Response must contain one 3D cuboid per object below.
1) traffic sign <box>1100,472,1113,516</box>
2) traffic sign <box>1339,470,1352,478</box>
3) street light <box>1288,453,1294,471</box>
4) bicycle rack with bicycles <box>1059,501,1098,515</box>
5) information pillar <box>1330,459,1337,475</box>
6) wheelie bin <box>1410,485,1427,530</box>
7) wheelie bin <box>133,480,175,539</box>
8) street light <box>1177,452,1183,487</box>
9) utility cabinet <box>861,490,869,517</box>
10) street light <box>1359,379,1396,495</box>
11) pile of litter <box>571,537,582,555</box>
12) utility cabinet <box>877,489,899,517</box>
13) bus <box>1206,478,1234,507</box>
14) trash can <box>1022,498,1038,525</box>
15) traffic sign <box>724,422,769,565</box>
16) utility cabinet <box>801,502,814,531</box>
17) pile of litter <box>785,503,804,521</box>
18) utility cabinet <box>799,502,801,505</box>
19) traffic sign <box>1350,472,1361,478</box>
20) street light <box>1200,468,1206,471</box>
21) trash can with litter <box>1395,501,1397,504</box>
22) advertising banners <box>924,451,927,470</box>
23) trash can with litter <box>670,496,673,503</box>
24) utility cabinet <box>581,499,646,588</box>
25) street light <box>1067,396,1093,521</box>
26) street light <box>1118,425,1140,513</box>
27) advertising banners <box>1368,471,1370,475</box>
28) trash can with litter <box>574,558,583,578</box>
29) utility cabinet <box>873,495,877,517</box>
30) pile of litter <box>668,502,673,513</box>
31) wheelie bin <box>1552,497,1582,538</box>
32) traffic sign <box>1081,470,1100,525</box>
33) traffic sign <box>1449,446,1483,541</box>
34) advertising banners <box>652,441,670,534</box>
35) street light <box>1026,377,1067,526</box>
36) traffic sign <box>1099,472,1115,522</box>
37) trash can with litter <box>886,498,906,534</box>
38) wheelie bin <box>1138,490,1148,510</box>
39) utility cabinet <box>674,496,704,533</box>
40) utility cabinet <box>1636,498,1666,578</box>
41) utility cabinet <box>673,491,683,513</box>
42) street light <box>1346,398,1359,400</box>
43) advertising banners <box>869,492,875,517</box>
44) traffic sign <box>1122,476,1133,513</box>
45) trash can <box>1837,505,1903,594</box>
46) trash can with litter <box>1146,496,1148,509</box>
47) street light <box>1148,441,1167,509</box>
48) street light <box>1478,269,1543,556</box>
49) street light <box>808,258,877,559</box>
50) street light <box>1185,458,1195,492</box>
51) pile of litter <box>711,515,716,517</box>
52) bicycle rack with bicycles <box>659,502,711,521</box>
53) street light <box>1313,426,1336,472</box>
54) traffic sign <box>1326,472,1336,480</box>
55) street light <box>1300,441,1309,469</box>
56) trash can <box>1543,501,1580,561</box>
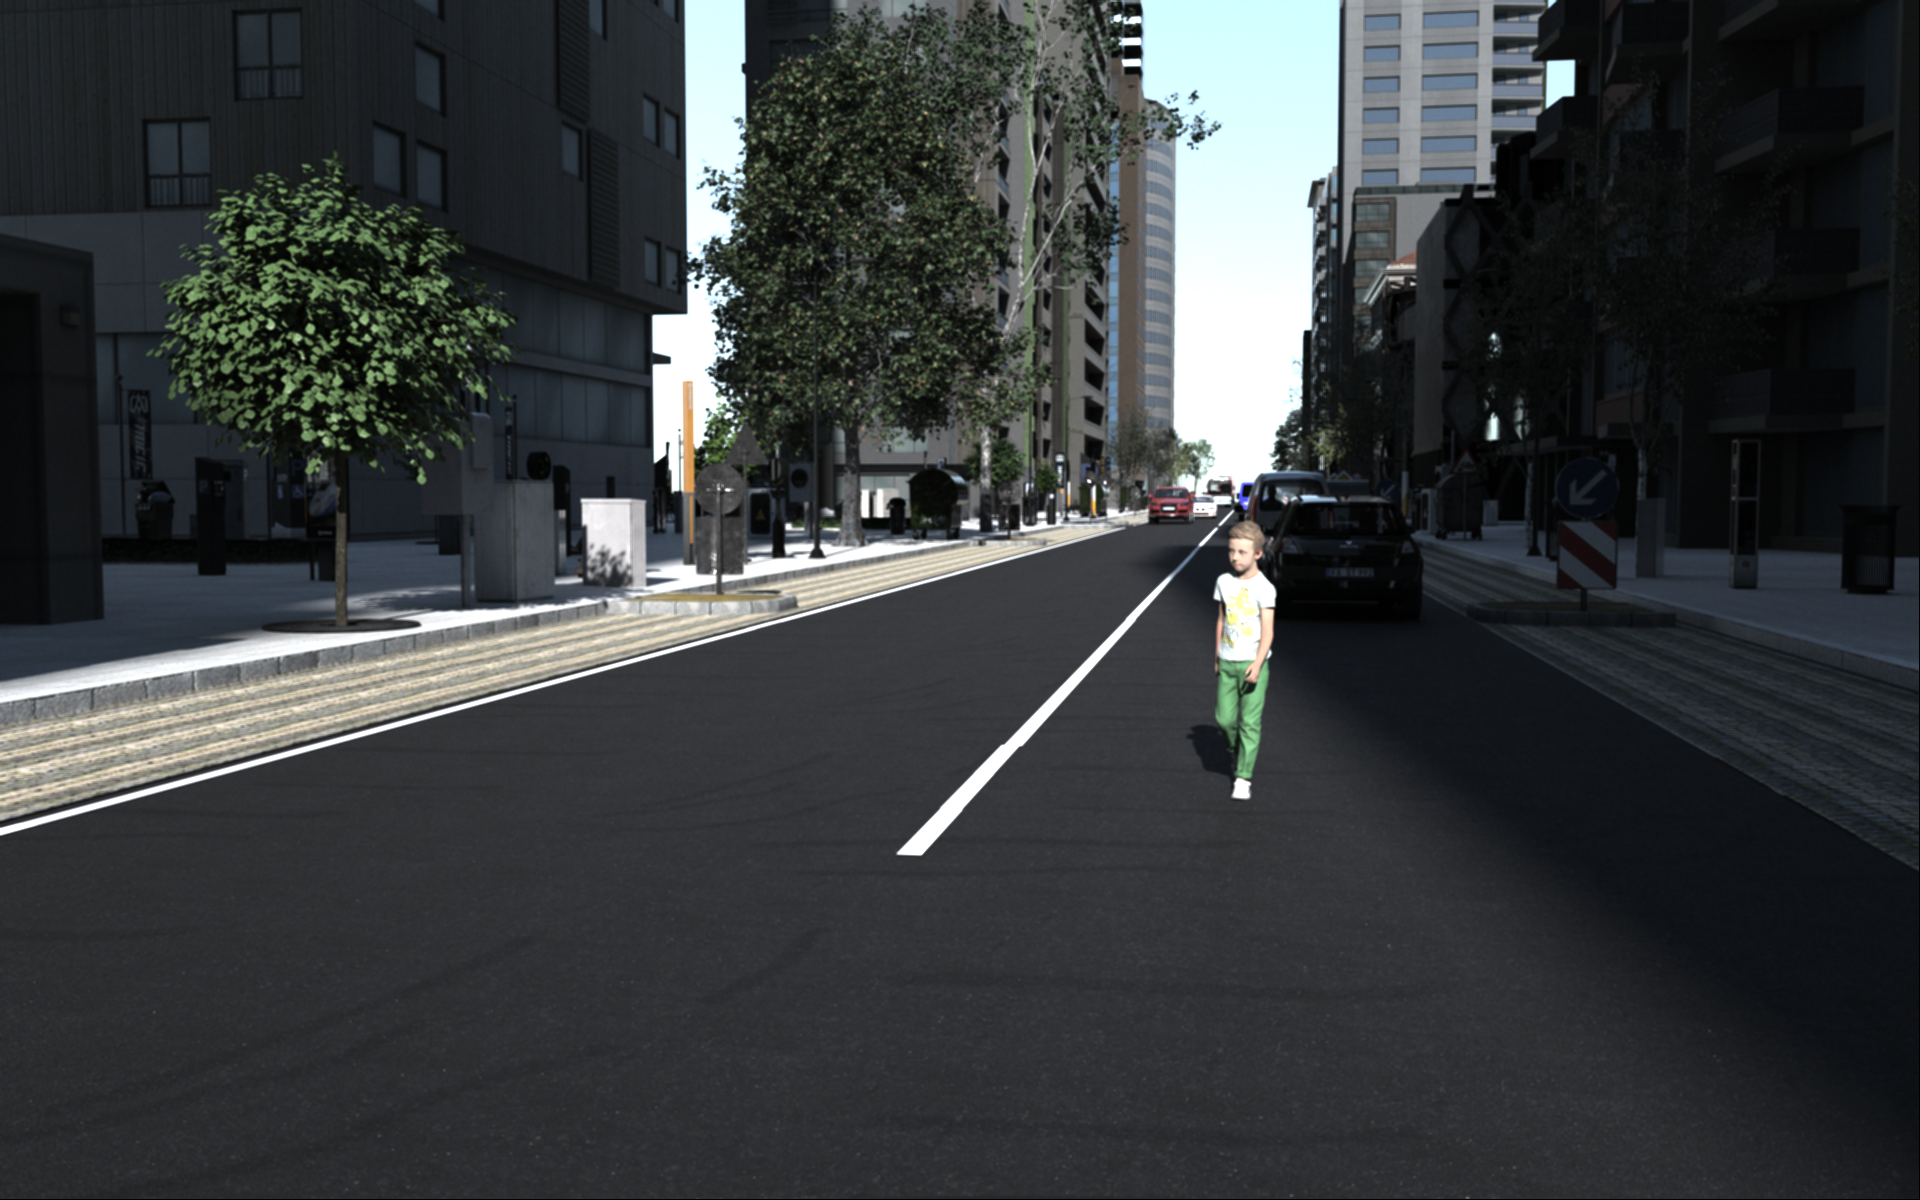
[{"bbox_3d":[8.558,-6.204,101.535,0.768,2.556,0.104,1,4,12],"label":"traffic sign"},{"bbox_3d":[15.680,-4.109,70.831,0.795,2.450,0.064,1,4,9],"label":"traffic sign"},{"bbox_3d":[37.747,-13.523,193.634,1.470,5.913,1.316,1,4,9],"label":"street light"},{"bbox_3d":[7.633,-5.776,107.815,2.925,0.926,2.852,0,4,-2],"label":"bicycle rack with bicycles"},{"bbox_3d":[25.185,-7.680,116.923,0.504,3.616,0.183,3,5,44],"label":"information pillar"},{"bbox_3d":[16.324,-3.266,61.311,0.693,1.594,0.980,-1,4,-8],"label":"wheelie bin"},{"bbox_3d":[-18.691,-1.976,40.209,0.980,1.594,0.693,1,4,18],"label":"wheelie bin"},{"bbox_3d":[23.641,-13.328,190.458,1.470,5.913,1.316,1,4,9],"label":"street light"},{"bbox_3d":[-5.078,-4.698,85.486,1.173,1.500,0.318,-2,4,-32],"label":"utility cabinet"},{"bbox_3d":[17.051,-5.977,70.259,1.470,5.913,1.316,1,4,9],"label":"street light"},{"bbox_3d":[-7.902,-1.400,36.850,1.176,0.858,1.719,-3,4,-38],"label":"pile of litter"},{"bbox_3d":[-2.955,-3.838,71.432,0.318,1.500,1.173,2,4,32],"label":"utility cabinet"},{"bbox_3d":[28.392,-11.896,189.353,2.948,3.499,13.247,1,4,9],"label":"bus"},{"bbox_3d":[2.884,-3.657,71.443,0.748,1.137,0.748,0,3,0],"label":"trash can"},{"bbox_3d":[-3.883,-1.918,31.355,0.884,2.594,0.081,1,4,16],"label":"traffic sign"},{"bbox_3d":[-5.150,-2.998,60.180,0.306,1.237,1.020,-1,4,-19],"label":"utility cabinet"},{"bbox_3d":[-7.904,-4.233,83.175,1.176,0.858,1.719,1,4,18],"label":"pile of litter"},{"bbox_3d":[-8.046,-4.927,91.714,1.020,1.237,0.306,2,4,30],"label":"utility cabinet"},{"bbox_3d":[22.499,-6.009,98.358,0.768,2.556,0.104,1,4,17],"label":"traffic sign"},{"bbox_3d":[37.514,-18.364,272.786,1.470,5.913,1.316,1,4,9],"label":"street light"},{"bbox_3d":[23.281,-4.998,93.108,0.624,1.170,1.055,3,5,43],"label":"trash can with litter"},{"bbox_3d":[-1.536,-4.517,70.049,0.090,3.025,2.074,1,4,11],"label":"advertising banners"},{"bbox_3d":[-20.183,-7.128,127.601,2.233,1.210,1.678,2,4,34],"label":"trash can with litter"},{"bbox_3d":[-4.816,-0.793,24.121,1.020,1.237,0.306,3,4,36],"label":"utility cabinet"},{"bbox_3d":[5.582,-6.691,81.943,1.470,5.913,1.316,1,4,9],"label":"street light"},{"bbox_3d":[11.374,-8.815,116.664,1.470,5.913,1.316,1,4,9],"label":"street light"},{"bbox_3d":[30.385,-8.150,129.434,0.090,3.025,2.074,2,4,26],"label":"advertising banners"},{"bbox_3d":[-5.496,-0.947,26.876,0.624,1.170,1.055,1,4,20],"label":"trash can with litter"},{"bbox_3d":[-3.747,-4.321,81.807,0.306,1.237,1.020,-2,4,-28],"label":"utility cabinet"},{"bbox_3d":[-19.100,-6.144,114.415,1.176,0.858,1.719,-3,4,-38],"label":"pile of litter"},{"bbox_3d":[14.407,-2.007,40.726,0.980,1.594,0.693,2,4,25],"label":"wheelie bin"},{"bbox_3d":[5.479,-4.214,72.548,0.795,2.450,0.064,1,4,9],"label":"traffic sign"},{"bbox_3d":[13.729,-2.877,47.035,0.884,2.594,0.081,1,4,18],"label":"traffic sign"},{"bbox_3d":[-9.770,-3.709,56.824,0.090,3.025,2.074,0,4,6],"label":"advertising banners"},{"bbox_3d":[3.327,-5.886,68.776,1.470,5.913,1.316,1,4,9],"label":"street light"},{"bbox_3d":[6.794,-4.696,80.424,0.795,2.450,0.064,1,4,9],"label":"traffic sign"},{"bbox_3d":[-2.028,-2.688,55.343,0.624,1.170,1.055,0,4,1],"label":"trash can with litter"},{"bbox_3d":[14.561,-7.973,138.269,0.980,1.594,0.693,0,4,-3],"label":"wheelie bin"},{"bbox_3d":[-8.986,-2.831,57.446,0.306,1.237,1.020,3,5,44],"label":"utility cabinet"},{"bbox_3d":[10.765,-0.969,27.009,0.306,1.237,1.020,2,4,29],"label":"utility cabinet"},{"bbox_3d":[-18.007,-6.238,110.674,0.318,1.500,1.173,0,4,6],"label":"utility cabinet"},{"bbox_3d":[19.288,-6.791,83.573,1.470,5.913,1.316,1,4,9],"label":"street light"},{"bbox_3d":[-4.912,-5.707,89.493,0.090,3.025,2.074,2,4,27],"label":"advertising banners"},{"bbox_3d":[11.613,-7.324,119.855,0.768,2.556,0.104,1,4,12],"label":"traffic sign"},{"bbox_3d":[11.707,-0.652,22.316,0.748,1.137,0.748,0,3,0],"label":"trash can"},{"bbox_3d":[15.977,-8.392,148.602,0.624,1.170,1.055,0,4,-6],"label":"trash can with litter"},{"bbox_3d":[17.905,-11.221,156.006,1.470,5.913,1.316,1,4,9],"label":"street light"},{"bbox_3d":[11.379,-3.870,35.821,1.470,5.913,1.316,1,4,9],"label":"street light"},{"bbox_3d":[-2.316,-3.774,34.249,1.470,5.913,1.316,1,4,9],"label":"street light"},{"bbox_3d":[31.552,-16.238,238.027,1.470,5.913,1.316,1,4,9],"label":"street light"},{"bbox_3d":[-12.188,-4.638,89.796,1.719,0.858,1.176,2,4,24],"label":"pile of litter"},{"bbox_3d":[-12.993,-4.331,84.193,2.925,0.926,2.852,3,5,44],"label":"bicycle rack with bicycles"},{"bbox_3d":[25.016,-8.897,118.002,1.470,5.913,1.316,1,4,9],"label":"street light"},{"bbox_3d":[16.994,-4.591,78.708,0.795,2.450,0.064,1,4,9],"label":"traffic sign"},{"bbox_3d":[31.835,-11.381,158.616,1.470,5.913,1.316,1,4,9],"label":"street light"},{"bbox_3d":[11.539,-1.315,33.160,0.748,1.137,0.748,0,3,0],"label":"trash can"}]
